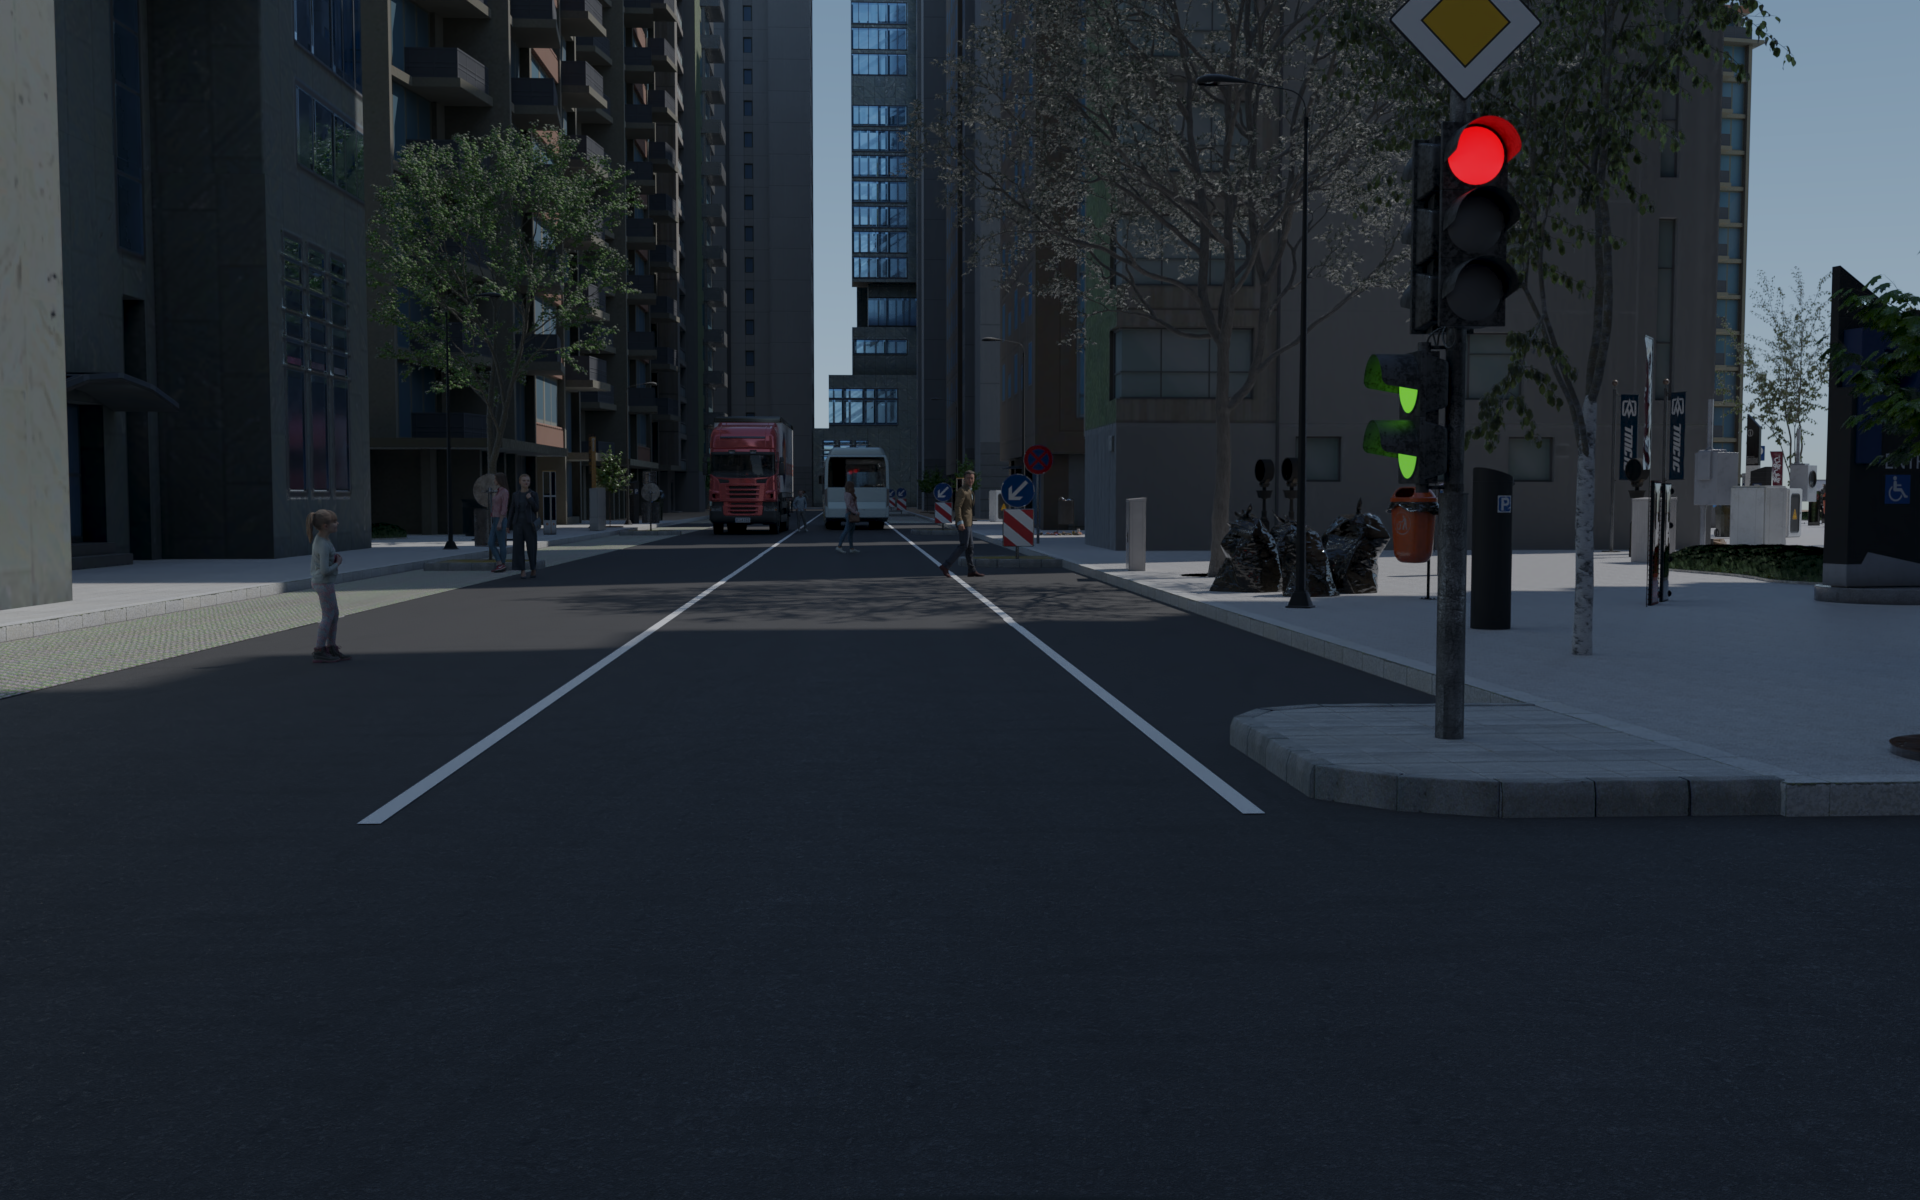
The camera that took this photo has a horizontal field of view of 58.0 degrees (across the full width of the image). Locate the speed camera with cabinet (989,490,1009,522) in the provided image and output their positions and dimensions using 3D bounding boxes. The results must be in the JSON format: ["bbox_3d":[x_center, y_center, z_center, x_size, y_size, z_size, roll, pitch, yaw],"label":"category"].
[{"bbox_3d":[2.350,-5.247,80.124,2.038,3.252,0.660,-2,4,-32],"label":"speed camera with cabinet"}]

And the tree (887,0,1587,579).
[{"bbox_3d":[4.158,-7.098,26.427,12.009,13.543,11.850,0,3,0],"label":"tree"}]

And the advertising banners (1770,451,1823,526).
[{"bbox_3d":[33.913,-4.530,70.261,2.074,3.025,0.090,1,4,10],"label":"advertising banners"}]

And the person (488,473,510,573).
[{"bbox_3d":[-8.389,-1.405,31.488,0.388,1.821,0.555,-3,4,-39],"label":"person"}]

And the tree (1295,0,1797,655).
[{"bbox_3d":[4.763,-3.874,13.698,4.360,8.622,3.978,0,3,0],"label":"tree"}]

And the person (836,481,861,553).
[{"bbox_3d":[-2.743,-2.031,42.303,0.643,1.750,0.593,-1,4,-12],"label":"person"}]

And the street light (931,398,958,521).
[{"bbox_3d":[-0.705,-6.806,83.823,1.470,5.913,1.316,0,4,-4],"label":"street light"}]

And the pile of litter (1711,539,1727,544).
[{"bbox_3d":[18.640,-1.810,43.567,1.176,0.858,1.719,1,4,14],"label":"pile of litter"}]

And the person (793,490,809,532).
[{"bbox_3d":[-6.060,-3.395,65.819,0.589,1.601,0.330,-1,4,-13],"label":"person"}]

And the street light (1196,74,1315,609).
[{"bbox_3d":[3.305,-2.864,19.365,1.470,5.913,1.316,0,4,-4],"label":"street light"}]

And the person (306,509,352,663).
[{"bbox_3d":[-5.389,-0.123,14.792,0.394,1.301,0.425,-3,5,-39],"label":"person"}]

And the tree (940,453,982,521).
[{"bbox_3d":[0.181,-5.355,82.149,1.663,3.219,1.824,0,3,0],"label":"tree"}]

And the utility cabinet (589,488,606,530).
[{"bbox_3d":[-12.690,-3.176,60.602,0.318,1.500,1.173,0,4,2],"label":"utility cabinet"}]

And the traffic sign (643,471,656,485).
[{"bbox_3d":[-13.935,-4.627,77.774,0.606,2.300,0.079,0,4,1],"label":"traffic sign"}]

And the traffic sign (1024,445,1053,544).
[{"bbox_3d":[2.017,-2.728,44.705,0.768,2.556,0.104,0,4,-2],"label":"traffic sign"}]

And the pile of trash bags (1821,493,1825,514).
[{"bbox_3d":[34.455,-3.443,66.048,1.912,1.369,3.447,-2,4,-28],"label":"pile of trash bags"}]

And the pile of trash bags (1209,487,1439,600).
[{"bbox_3d":[4.781,-0.758,22.143,1.912,1.369,3.447,-2,4,-31],"label":"pile of trash bags"}]

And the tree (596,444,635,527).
[{"bbox_3d":[-13.404,-4.423,66.918,1.663,3.219,1.824,0,3,0],"label":"tree"}]

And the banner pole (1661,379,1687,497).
[{"bbox_3d":[15.418,-2.906,37.536,0.401,3.779,0.863,-1,4,-17],"label":"banner pole"}]

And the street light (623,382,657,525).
[{"bbox_3d":[-13.295,-6.085,72.027,1.470,5.913,1.316,0,4,-4],"label":"street light"}]

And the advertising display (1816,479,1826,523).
[{"bbox_3d":[38.120,-4.341,76.186,0.974,1.923,0.123,1,4,23],"label":"advertising display"}]

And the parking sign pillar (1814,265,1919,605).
[{"bbox_3d":[11.003,-1.963,20.568,1.447,3.967,1.447,-1,4,-12],"label":"parking sign pillar"}]

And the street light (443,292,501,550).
[{"bbox_3d":[-11.265,-4.126,39.994,1.470,5.913,1.316,0,4,-4],"label":"street light"}]

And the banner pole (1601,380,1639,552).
[{"bbox_3d":[14.601,-2.947,38.199,0.863,3.779,0.401,-1,4,-17],"label":"banner pole"}]

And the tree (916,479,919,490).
[{"bbox_3d":[-2.350,-7.664,119.914,1.663,3.219,1.824,0,3,0],"label":"tree"}]

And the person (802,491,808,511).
[{"bbox_3d":[-13.554,-8.603,149.952,1.217,1.735,0.721,3,4,39],"label":"person"}]

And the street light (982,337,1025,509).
[{"bbox_3d":[1.345,-4.830,51.508,1.470,5.913,1.316,0,4,-4],"label":"street light"}]

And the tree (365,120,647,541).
[{"bbox_3d":[-12.741,-7.449,47.544,9.928,11.665,9.643,0,3,0],"label":"tree"}]

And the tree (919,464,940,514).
[{"bbox_3d":[-1.525,-7.188,112.125,1.663,3.219,1.824,0,3,0],"label":"tree"}]

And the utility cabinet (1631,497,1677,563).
[{"bbox_3d":[12.900,-1.289,32.237,0.306,1.237,1.020,-1,4,-11],"label":"utility cabinet"}]

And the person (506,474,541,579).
[{"bbox_3d":[-7.423,-1.258,29.494,0.576,1.772,0.534,-1,4,-18],"label":"person"}]

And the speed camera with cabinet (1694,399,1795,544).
[{"bbox_3d":[16.026,-2.522,35.569,0.660,3.252,2.038,-1,4,-18],"label":"speed camera with cabinet"}]

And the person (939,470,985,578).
[{"bbox_3d":[0.054,-1.306,29.771,0.836,1.842,0.656,-1,4,-17],"label":"person"}]

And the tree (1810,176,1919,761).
[{"bbox_3d":[4.998,-0.845,8.412,1.663,3.219,1.824,0,3,0],"label":"tree"}]

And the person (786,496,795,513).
[{"bbox_3d":[-12.870,-7.535,132.405,0.721,1.736,1.217,3,5,39],"label":"person"}]

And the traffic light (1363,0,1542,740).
[{"bbox_3d":[2.556,-1.228,9.000,0.839,4.253,0.868,0,4,-4],"label":"traffic light"}]

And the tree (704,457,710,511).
[{"bbox_3d":[-18.778,-9.085,132.248,4.285,4.588,4.351,0,3,0],"label":"tree"}]

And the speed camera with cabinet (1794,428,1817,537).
[{"bbox_3d":[24.899,-3.509,51.701,2.038,3.252,0.660,-3,5,-43],"label":"speed camera with cabinet"}]

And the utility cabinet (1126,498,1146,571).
[{"bbox_3d":[2.962,-1.108,29.275,0.306,1.237,1.020,0,4,3],"label":"utility cabinet"}]

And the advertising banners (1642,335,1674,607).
[{"bbox_3d":[8.047,-1.456,20.000,0.090,3.025,2.074,2,4,31],"label":"advertising banners"}]
